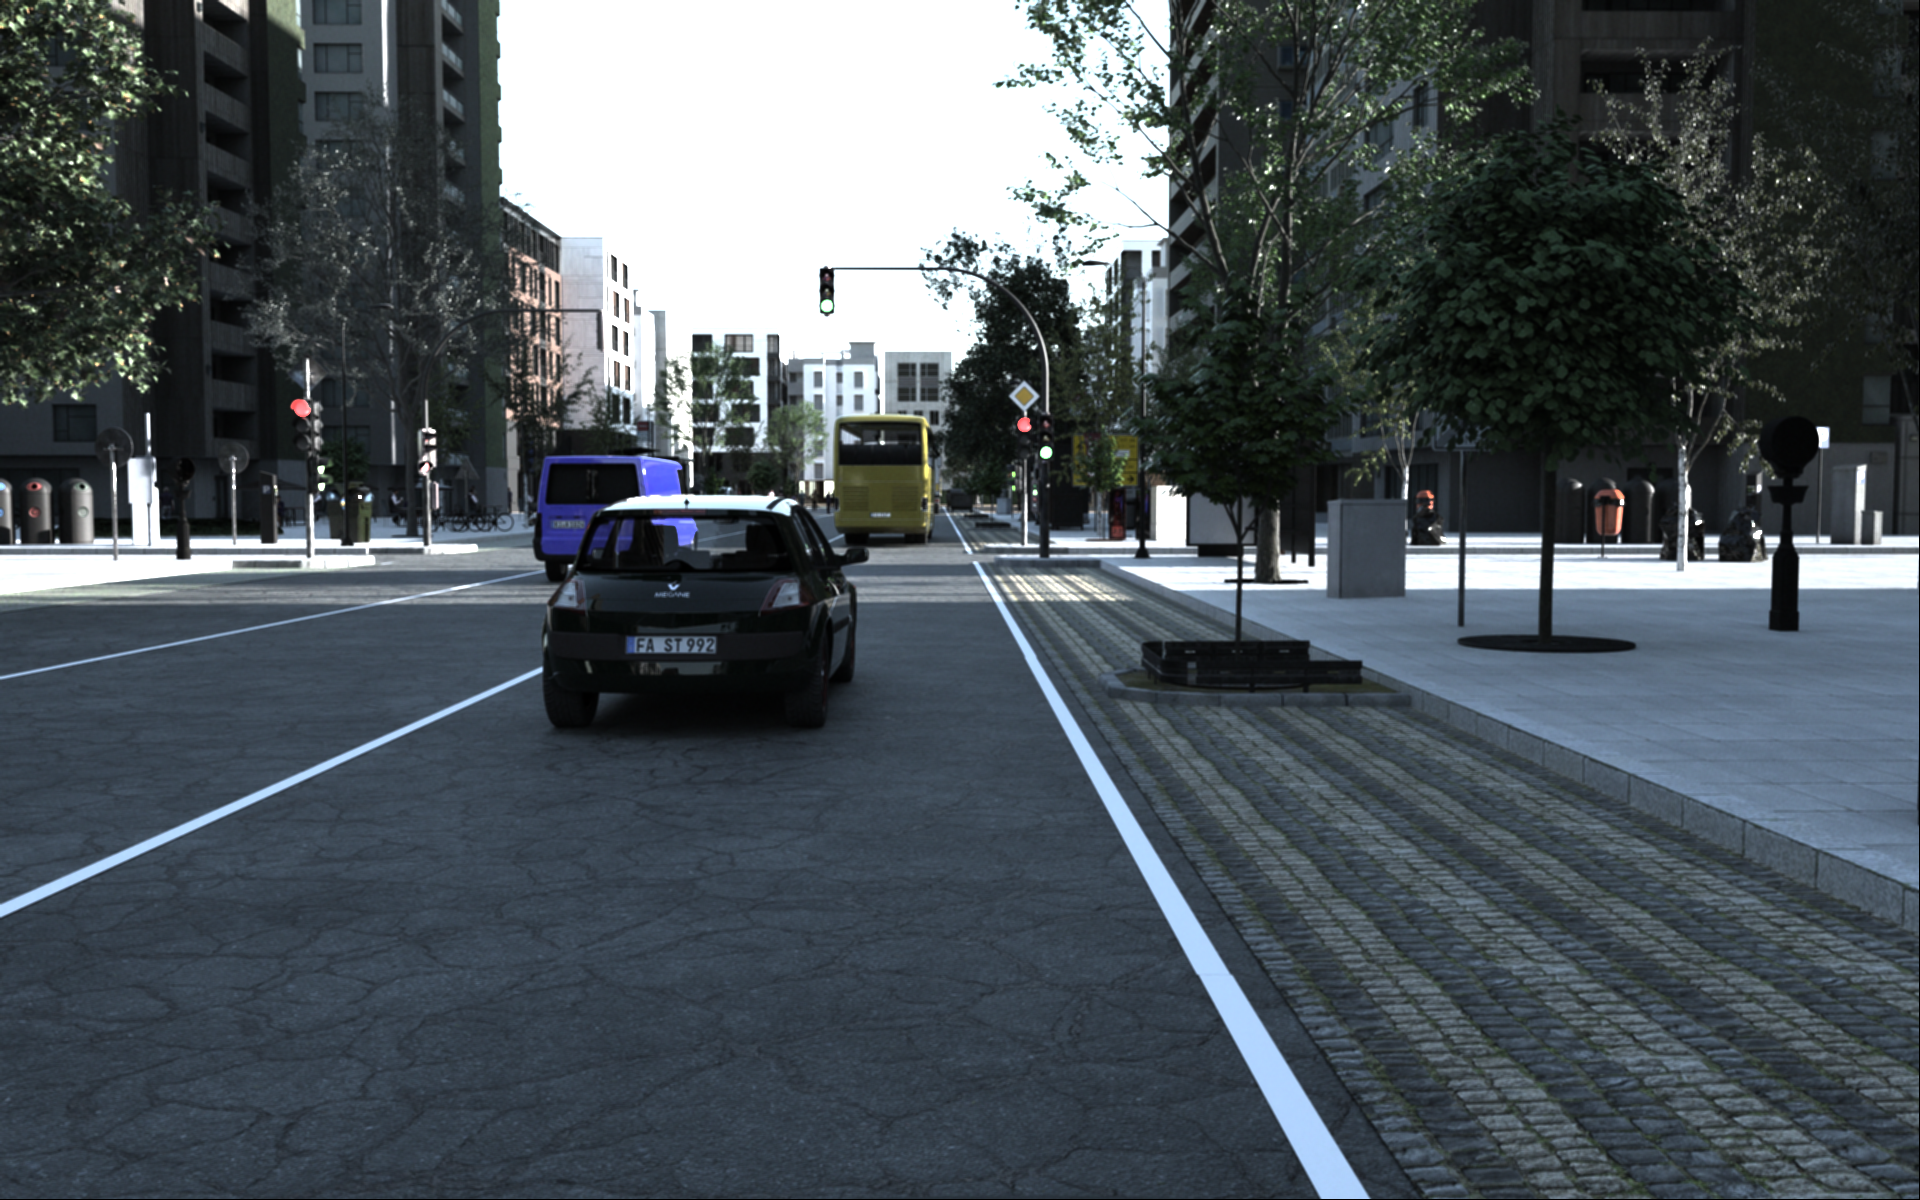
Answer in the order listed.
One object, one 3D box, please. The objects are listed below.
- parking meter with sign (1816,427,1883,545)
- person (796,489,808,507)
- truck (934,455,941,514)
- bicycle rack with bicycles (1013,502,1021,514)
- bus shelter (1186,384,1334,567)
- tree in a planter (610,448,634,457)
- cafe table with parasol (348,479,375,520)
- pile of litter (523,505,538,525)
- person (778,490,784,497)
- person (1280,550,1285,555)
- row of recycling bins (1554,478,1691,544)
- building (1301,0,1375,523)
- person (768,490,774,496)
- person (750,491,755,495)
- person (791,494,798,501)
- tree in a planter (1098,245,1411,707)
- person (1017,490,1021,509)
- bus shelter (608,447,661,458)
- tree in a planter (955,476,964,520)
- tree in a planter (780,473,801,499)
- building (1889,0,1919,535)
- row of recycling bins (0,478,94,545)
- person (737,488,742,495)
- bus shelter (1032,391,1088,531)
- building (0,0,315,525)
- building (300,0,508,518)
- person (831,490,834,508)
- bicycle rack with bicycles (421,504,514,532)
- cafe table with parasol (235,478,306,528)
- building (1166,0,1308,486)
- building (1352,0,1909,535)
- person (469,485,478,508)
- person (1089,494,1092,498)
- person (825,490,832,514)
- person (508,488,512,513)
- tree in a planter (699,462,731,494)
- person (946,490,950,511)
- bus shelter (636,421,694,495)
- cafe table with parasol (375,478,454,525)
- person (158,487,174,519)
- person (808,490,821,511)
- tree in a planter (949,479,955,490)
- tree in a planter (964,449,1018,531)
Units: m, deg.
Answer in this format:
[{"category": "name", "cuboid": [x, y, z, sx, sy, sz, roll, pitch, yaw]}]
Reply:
[{"category": "parking meter with sign", "cuboid": [22.760, -2.942, 44.365, 0.543, 3.016, 1.738, -2, 4, -28]}, {"category": "person", "cuboid": [-12.447, -7.802, 136.141, 1.350, 1.814, 0.705, -3, 4, -37]}, {"category": "truck", "cuboid": [-2.775, -8.461, 127.248, 2.839, 4.237, 11.283, 0, 4, -2]}, {"category": "bicycle rack with bicycles", "cuboid": [5.129, -6.150, 113.933, 2.925, 0.926, 2.852, 2, 4, 24]}, {"category": "bus shelter", "cuboid": [5.461, -2.387, 32.945, 2.014, 3.302, 5.546, 0, 4, -1]}, {"category": "tree in a planter", "cuboid": [-13.169, -4.285, 67.283, 1.991, 3.239, 1.994, 0, 4, -1]}, {"category": "cafe table with parasol", "cuboid": [-26.738, -4.384, 76.545, 2.610, 1.966, 2.610, 2, 4, 33]}, {"category": "pile of litter", "cuboid": [-17.231, -3.498, 71.151, 1.719, 0.858, 1.176, 0, 4, 6]}, {"category": "person", "cuboid": [-13.620, -7.435, 130.777, 0.721, 1.736, 1.217, 2, 4, 23]}, {"category": "person", "cuboid": [6.984, -1.706, 37.085, 0.600, 1.739, 0.565, -2, 4, -32]}, {"category": "row of recycling bins", "cuboid": [17.170, -2.318, 45.012, 3.534, 1.692, 1.069, 0, 4, 2]}, {"category": "building", "cuboid": [30.344, -24.006, 84.375, 32.217, 40.220, 23.993, 0, 4, -1]}, {"category": "person", "cuboid": [-20.062, -10.845, 184.292, 0.756, 1.711, 0.436, -2, 4, -25]}, {"category": "person", "cuboid": [-23.742, -11.591, 198.147, 1.348, 1.807, 0.705, -1, 4, -10]}, {"category": "person", "cuboid": [-12.529, -7.246, 130.201, 0.697, 1.427, 0.421, -1, 4, -19]}, {"category": "tree in a planter", "cuboid": [2.026, -0.934, 12.486, 1.991, 3.239, 1.994, 0, 4, -1]}, {"category": "person", "cuboid": [4.546, -7.902, 136.042, 0.445, 1.727, 0.742, -3, 5, -41]}, {"category": "bus shelter", "cuboid": [-16.816, -6.011, 89.563, 1.731, 3.624, 6.357, 0, 4, -1]}, {"category": "tree in a planter", "cuboid": [0.864, -6.008, 95.446, 1.991, 3.239, 1.994, 0, 4, -1]}, {"category": "tree in a planter", "cuboid": [-14.250, -9.021, 144.708, 1.991, 3.239, 1.994, 0, 4, -1]}, {"category": "building", "cuboid": [39.602, -38.179, 62.478, 20.611, 71.187, 20.563, 0, 4, -1]}, {"category": "row of recycling bins", "cuboid": [-24.101, -2.269, 44.208, 3.534, 1.692, 1.069, -2, 4, -30]}, {"category": "person", "cuboid": [-16.260, -7.347, 126.893, 0.721, 1.743, 1.217, -2, 4, -26]}, {"category": "bus shelter", "cuboid": [3.925, -5.336, 64.878, 2.179, 5.291, 8.768, 0, 4, -1]}, {"category": "building", "cuboid": [-38.511, -18.675, 77.040, 14.160, 30.474, 14.107, 0, 4, -1]}, {"category": "building", "cuboid": [-34.829, -25.396, 98.820, 14.154, 41.232, 14.086, 0, 4, -1]}, {"category": "person", "cuboid": [-12.587, -10.045, 172.358, 1.348, 1.869, 0.705, 0, 4, 5]}, {"category": "bicycle rack with bicycles", "cuboid": [-16.850, -2.826, 59.595, 2.925, 0.926, 2.852, 0, 4, -7]}, {"category": "cafe table with parasol", "cuboid": [-26.347, -3.755, 66.262, 2.610, 1.966, 2.610, -2, 4, -25]}, {"category": "building", "cuboid": [24.896, -29.550, 106.851, 21.300, 48.544, 21.600, 0, 4, -1]}, {"category": "building", "cuboid": [22.289, -17.652, 60.314, 14.107, 30.474, 14.160, 0, 4, -1]}, {"category": "person", "cuboid": [-26.838, -5.424, 95.260, 0.617, 1.759, 0.750, -3, 4, -36]}, {"category": "person", "cuboid": [9.941, -8.011, 137.549, 1.217, 1.766, 0.721, -1, 4, -13]}, {"category": "person", "cuboid": [-9.559, -7.127, 125.947, 0.541, 1.710, 0.530, -3, 4, -37]}, {"category": "person", "cuboid": [-29.961, -6.616, 115.134, 0.530, 1.710, 0.541, 2, 4, 30]}, {"category": "tree in a planter", "cuboid": [-13.558, -5.992, 95.192, 1.991, 3.239, 1.994, 0, 4, -1]}, {"category": "person", "cuboid": [-0.952, -8.622, 149.477, 0.705, 1.824, 1.348, 2, 4, 25]}, {"category": "bus shelter", "cuboid": [-16.686, -7.347, 97.763, 2.179, 5.291, 8.768, 0, 4, -1]}, {"category": "cafe table with parasol", "cuboid": [-22.399, -4.103, 71.942, 2.610, 1.966, 2.610, 0, 4, 4]}, {"category": "person", "cuboid": [-30.482, -3.554, 66.362, 0.569, 1.553, 0.471, 0, 4, 3]}, {"category": "person", "cuboid": [-12.551, -8.604, 149.266, 1.348, 1.812, 0.705, 1, 4, 18]}, {"category": "tree in a planter", "cuboid": [-0.207, -10.729, 172.645, 1.991, 3.239, 1.994, 0, 4, -1]}, {"category": "tree in a planter", "cuboid": [1.248, -4.312, 67.729, 1.991, 3.239, 1.994, 0, 4, -1]}]
